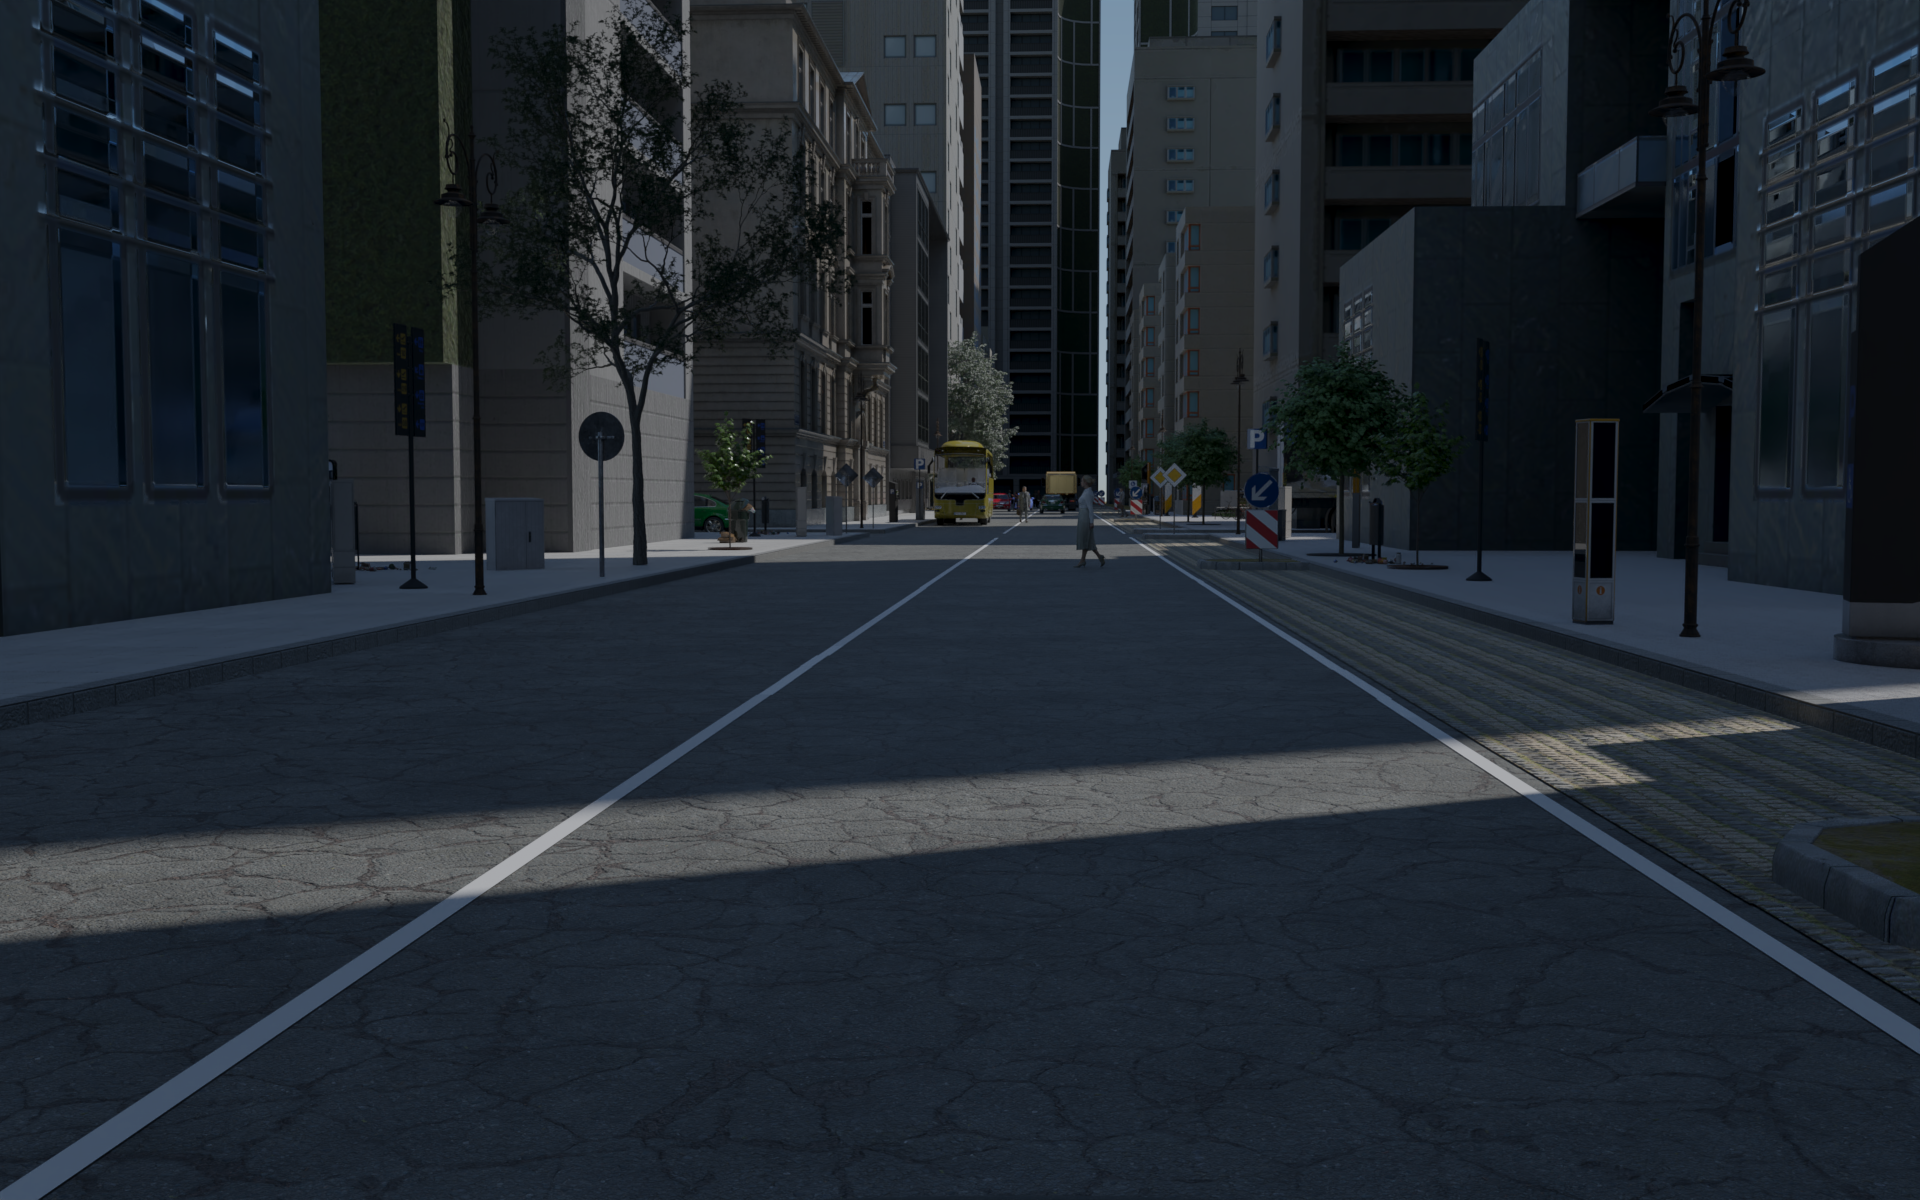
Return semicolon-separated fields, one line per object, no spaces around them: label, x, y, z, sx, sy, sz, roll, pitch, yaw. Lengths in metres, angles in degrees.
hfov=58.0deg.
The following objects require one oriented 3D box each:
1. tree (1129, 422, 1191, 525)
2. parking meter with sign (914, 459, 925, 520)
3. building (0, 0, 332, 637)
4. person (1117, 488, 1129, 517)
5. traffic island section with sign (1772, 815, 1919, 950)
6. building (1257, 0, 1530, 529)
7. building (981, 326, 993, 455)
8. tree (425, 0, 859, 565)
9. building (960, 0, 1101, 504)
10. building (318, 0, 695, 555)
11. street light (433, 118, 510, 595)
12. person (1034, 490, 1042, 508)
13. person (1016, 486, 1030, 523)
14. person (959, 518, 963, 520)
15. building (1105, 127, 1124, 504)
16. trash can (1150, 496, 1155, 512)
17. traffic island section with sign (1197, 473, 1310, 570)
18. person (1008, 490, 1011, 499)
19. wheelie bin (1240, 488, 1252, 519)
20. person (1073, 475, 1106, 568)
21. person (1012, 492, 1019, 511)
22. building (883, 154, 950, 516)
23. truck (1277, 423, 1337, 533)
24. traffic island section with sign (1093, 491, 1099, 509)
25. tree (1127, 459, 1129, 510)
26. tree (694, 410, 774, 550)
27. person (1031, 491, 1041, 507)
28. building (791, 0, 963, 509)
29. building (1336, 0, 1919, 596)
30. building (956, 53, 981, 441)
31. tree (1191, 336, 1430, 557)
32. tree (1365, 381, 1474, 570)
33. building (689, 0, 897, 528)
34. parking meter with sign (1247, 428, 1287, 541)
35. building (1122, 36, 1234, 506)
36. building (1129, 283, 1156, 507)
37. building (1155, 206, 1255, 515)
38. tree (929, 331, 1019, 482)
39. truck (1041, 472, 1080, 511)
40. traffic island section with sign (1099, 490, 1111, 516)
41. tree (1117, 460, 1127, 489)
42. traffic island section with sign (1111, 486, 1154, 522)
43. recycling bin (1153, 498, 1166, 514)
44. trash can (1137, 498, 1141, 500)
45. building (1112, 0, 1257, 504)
tree;10.218;-5.405;72.089;4.285;4.588;4.351;0;3;0
parking meter with sign;-1.957;-5.474;85.755;0.543;3.016;1.738;0;4;1
building;-18.230;-42.343;4.976;22.319;86.520;31.000;0;4;3
person;10.105;-6.082;108.057;0.853;1.813;0.709;-1;4;-15
traffic island section with sign;3.954;0.171;5.835;1.989;1.847;2.006;0;4;3
building;23.493;-27.434;72.240;21.600;48.544;21.300;0;4;3
building;-11.130;-21.815;201.711;28.899;21.520;27.650;0;4;3
tree;-5.683;-5.926;31.300;8.767;10.594;7.601;1;4;12
building;8.410;-48.537;231.829;20.611;71.187;20.563;0;4;3
building;-22.041;-30.792;45.451;28.212;58.520;21.231;0;4;3
street light;-6.111;-3.001;21.857;0.468;5.910;1.993;0;4;3
person;7.988;-10.237;176.018;1.348;1.807;0.705;-3;4;-37
person;3.203;-4.792;86.947;0.694;1.812;0.767;-1;4;-9
person;0.052;-5.342;95.962;0.709;1.813;0.853;-2;4;-25
building;30.299;-37.168;231.390;21.600;48.544;21.300;0;4;3
trash can;13.919;-6.868;123.949;0.748;1.137;0.748;0;3;0
traffic island section with sign;5.592;-1.506;33.252;1.989;1.847;2.006;0;4;3
person;5.085;-10.264;176.403;0.705;1.814;1.350;0;4;2
wheelie bin;14.778;-5.003;89.714;0.693;1.594;0.980;-3;5;-44
person;2.533;-1.530;33.747;0.641;1.798;0.478;1;4;17
person;4.673;-8.350;146.489;0.593;1.643;0.415;0;4;5
building;-8.713;-18.110;115.160;14.314;24.678;30.058;0;4;3
truck;16.674;-4.322;59.576;11.283;4.237;2.839;0;4;5
traffic island section with sign;13.418;-9.604;165.654;1.989;1.847;2.006;0;4;3
tree;10.342;-5.825;78.950;4.285;4.588;4.351;0;3;0
tree;-5.397;-2.772;39.929;1.663;3.219;1.824;0;3;0
person;8.337;-11.166;191.204;1.348;1.807;0.705;1;4;23
building;-13.695;-34.511;153.498;28.713;52.752;27.495;0;4;3
building;21.025;-43.933;30.973;22.319;86.520;31.000;0;4;3
building;-5.108;-32.046;174.063;14.600;45.320;14.200;0;4;3
tree;7.911;-3.203;36.081;4.285;4.588;4.351;0;3;0
tree;7.750;-2.150;29.760;1.663;3.219;1.824;0;3;0
building;-10.392;-16.116;82.582;14.460;24.649;34.723;0;4;3
parking meter with sign;8.342;-3.095;46.866;0.543;3.016;1.738;2;4;31
building;28.350;-34.074;180.803;21.300;48.544;21.600;0;4;3
building;29.706;-19.011;155.865;27.650;21.520;28.899;0;4;3
building;28.187;-16.698;118.055;27.650;21.520;28.899;0;4;3
tree;-0.295;-13.965;134.990;9.857;13.997;8.962;0;3;0
truck;8.755;-9.432;150.136;3.469;3.379;9.791;0;4;3
traffic island section with sign;10.459;-6.535;115.469;1.989;1.847;2.006;0;4;3
tree;14.444;-9.602;140.704;4.285;4.588;4.351;0;3;0
traffic island section with sign;8.838;-4.869;88.237;1.989;1.847;2.006;0;4;3
recycling bin;12.742;-5.954;109.909;0.722;1.027;0.722;-2;4;-26
trash can;13.958;-7.488;134.089;0.748;1.137;0.748;0;3;0
building;28.494;-46.664;201.206;20.563;71.187;20.611;0;4;3
